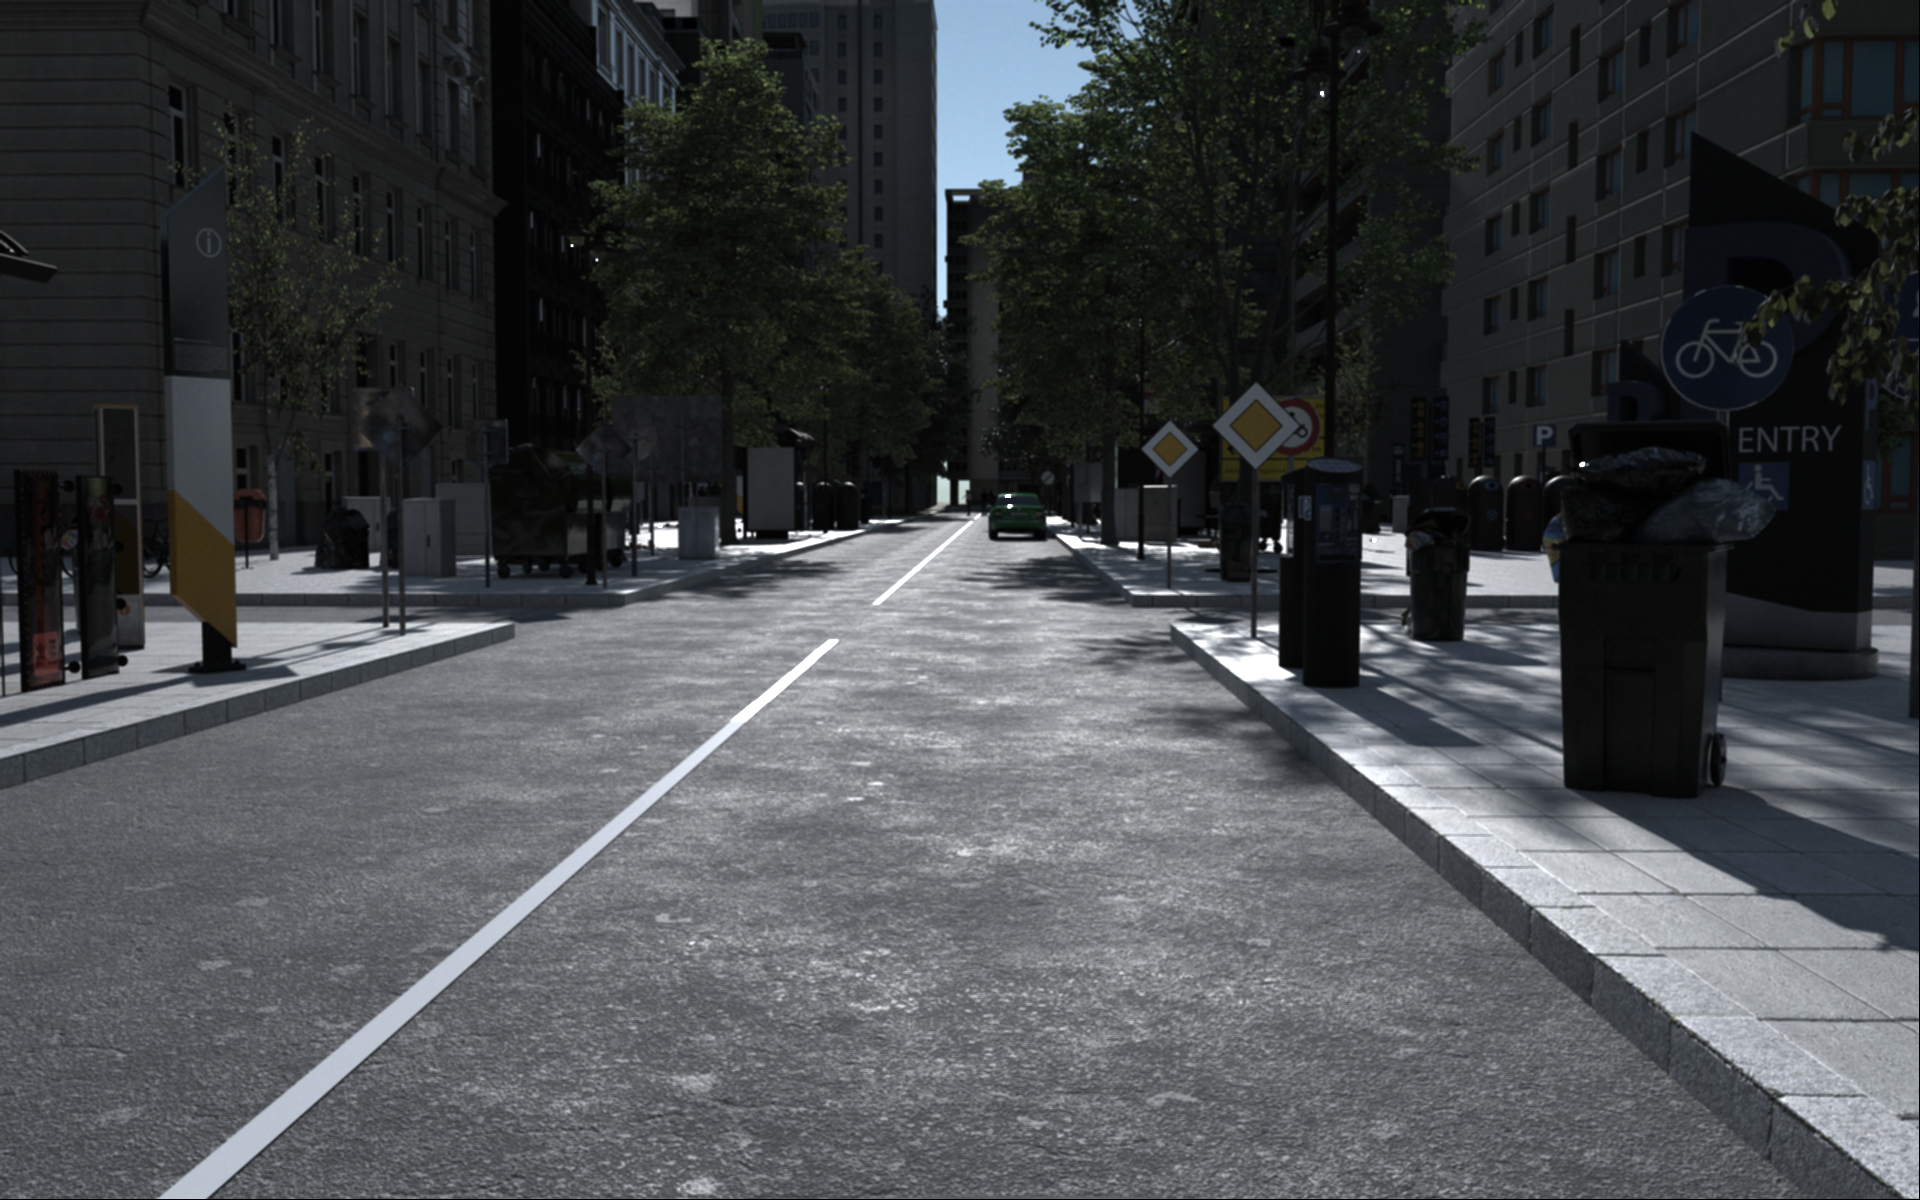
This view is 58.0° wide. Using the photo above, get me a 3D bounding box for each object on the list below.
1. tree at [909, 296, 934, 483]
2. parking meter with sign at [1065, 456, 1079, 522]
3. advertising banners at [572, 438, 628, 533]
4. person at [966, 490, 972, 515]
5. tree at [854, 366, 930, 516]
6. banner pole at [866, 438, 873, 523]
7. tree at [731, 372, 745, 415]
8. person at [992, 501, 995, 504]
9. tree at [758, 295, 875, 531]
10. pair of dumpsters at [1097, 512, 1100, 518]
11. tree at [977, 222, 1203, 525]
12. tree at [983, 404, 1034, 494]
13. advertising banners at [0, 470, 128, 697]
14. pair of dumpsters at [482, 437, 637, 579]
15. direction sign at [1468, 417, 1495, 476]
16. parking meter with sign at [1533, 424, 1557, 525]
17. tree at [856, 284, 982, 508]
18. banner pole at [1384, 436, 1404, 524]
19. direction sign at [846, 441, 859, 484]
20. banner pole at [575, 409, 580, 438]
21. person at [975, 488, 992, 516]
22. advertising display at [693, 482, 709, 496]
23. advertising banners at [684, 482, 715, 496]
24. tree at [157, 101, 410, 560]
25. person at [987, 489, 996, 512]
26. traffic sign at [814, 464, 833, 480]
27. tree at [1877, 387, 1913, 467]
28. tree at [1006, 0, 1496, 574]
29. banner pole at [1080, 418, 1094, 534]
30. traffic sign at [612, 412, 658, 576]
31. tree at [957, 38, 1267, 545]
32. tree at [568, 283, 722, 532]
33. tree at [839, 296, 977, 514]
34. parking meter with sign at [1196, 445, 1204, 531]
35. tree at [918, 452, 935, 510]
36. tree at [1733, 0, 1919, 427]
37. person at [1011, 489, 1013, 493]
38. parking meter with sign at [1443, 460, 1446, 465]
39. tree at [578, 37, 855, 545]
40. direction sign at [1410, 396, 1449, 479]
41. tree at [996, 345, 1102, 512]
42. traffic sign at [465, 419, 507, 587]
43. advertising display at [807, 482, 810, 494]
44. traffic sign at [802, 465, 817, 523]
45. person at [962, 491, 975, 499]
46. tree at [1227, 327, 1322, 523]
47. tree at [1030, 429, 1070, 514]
[{"bbox_3d":[-4.461,-10.087,83.050,7.486,12.596,7.792,0,3,0],"label":"tree"},{"bbox_3d":[5.277,-5.118,79.943,0.543,3.016,1.738,1,4,15],"label":"parking meter with sign"},{"bbox_3d":[-11.365,-3.579,54.697,0.090,3.025,2.074,3,5,42],"label":"advertising banners"},{"bbox_3d":[0.522,-6.595,117.259,0.436,1.711,0.756,2,4,34],"label":"person"},{"bbox_3d":[-4.157,-9.099,99.130,4.360,8.622,3.978,0,3,0],"label":"tree"},{"bbox_3d":[-4.039,-5.349,77.467,0.401,3.779,0.863,1,4,20],"label":"banner pole"},{"bbox_3d":[-11.397,-7.567,74.081,4.360,8.622,3.978,0,3,0],"label":"tree"},{"bbox_3d":[2.711,-6.553,118.899,1.065,1.426,0.557,0,4,1],"label":"person"},{"bbox_3d":[-5.299,-6.726,60.328,4.737,8.622,4.395,0,3,0],"label":"tree"},{"bbox_3d":[8.125,-5.633,94.600,1.574,2.255,4.437,0,4,1],"label":"pair of dumpsters"},{"bbox_3d":[5.514,-9.527,72.777,9.611,12.733,9.660,0,3,0],"label":"tree"},{"bbox_3d":[7.168,-16.003,172.025,12.009,13.543,11.850,0,3,0],"label":"tree"},{"bbox_3d":[-6.055,-0.930,11.386,0.090,3.025,2.074,0,4,0],"label":"advertising banners"},{"bbox_3d":[-6.462,-1.571,28.187,1.574,2.255,4.437,0,4,1],"label":"pair of dumpsters"},{"bbox_3d":[15.409,-3.622,51.222,0.379,3.537,0.876,-3,4,-38],"label":"direction sign"},{"bbox_3d":[15.009,-2.937,44.279,0.543,3.016,1.738,2,4,25],"label":"parking meter with sign"},{"bbox_3d":[-3.825,-18.548,159.145,12.611,20.169,13.585,0,3,0],"label":"tree"},{"bbox_3d":[18.788,-5.191,74.884,0.863,3.779,0.401,2,4,27],"label":"banner pole"},{"bbox_3d":[-4.602,-5.040,74.406,0.379,3.537,0.876,2,4,32],"label":"direction sign"},{"bbox_3d":[-11.222,-3.728,50.964,0.401,3.779,0.863,-1,4,-14],"label":"banner pole"},{"bbox_3d":[1.588,-6.538,115.403,1.348,1.822,0.705,2,4,32],"label":"person"},{"bbox_3d":[-13.908,-5.375,93.090,0.123,1.923,0.974,3,5,43],"label":"advertising display"},{"bbox_3d":[-13.290,-5.593,87.637,2.074,3.025,0.090,2,4,27],"label":"advertising banners"},{"bbox_3d":[-13.126,-5.086,33.516,4.360,8.622,3.978,0,3,0],"label":"tree"},{"bbox_3d":[2.498,-7.921,138.035,0.705,1.821,1.348,3,4,37],"label":"person"},{"bbox_3d":[-5.549,-4.295,70.329,0.768,2.556,0.104,0,4,3],"label":"traffic sign"},{"bbox_3d":[13.032,-2.597,26.174,4.285,4.588,4.351,0,3,0],"label":"tree"},{"bbox_3d":[4.610,-6.247,27.893,9.928,11.665,9.643,0,3,0],"label":"tree"},{"bbox_3d":[4.019,-4.006,55.521,0.401,3.779,0.863,2,4,29],"label":"banner pole"},{"bbox_3d":[-5.085,-1.643,26.975,0.768,2.556,0.104,0,4,8],"label":"traffic sign"},{"bbox_3d":[3.830,-7.655,43.287,7.486,12.596,7.792,0,3,0],"label":"tree"},{"bbox_3d":[-10.669,-6.599,58.259,4.360,8.622,3.978,0,3,0],"label":"tree"},{"bbox_3d":[-3.204,-12.464,110.448,9.857,13.997,8.962,0,3,0],"label":"tree"},{"bbox_3d":[8.377,-3.979,61.317,0.543,3.016,1.738,0,4,3],"label":"parking meter with sign"},{"bbox_3d":[-3.288,-11.712,141.857,4.737,8.622,4.395,0,3,0],"label":"tree"},{"bbox_3d":[3.417,-3.315,4.557,4.360,8.622,3.978,0,3,0],"label":"tree"},{"bbox_3d":[3.835,-7.336,128.444,1.348,1.824,0.705,-2,4,-24],"label":"person"},{"bbox_3d":[20.631,-4.558,70.791,0.543,3.016,1.738,-3,5,-40],"label":"parking meter with sign"},{"bbox_3d":[-5.835,-7.652,43.240,7.486,12.596,7.792,0,3,0],"label":"tree"},{"bbox_3d":[10.919,-2.956,40.329,0.876,3.537,0.379,2,4,32],"label":"direction sign"},{"bbox_3d":[7.185,-13.444,126.462,9.857,13.997,8.962,0,3,0],"label":"tree"},{"bbox_3d":[-6.495,-1.323,23.764,0.606,2.300,0.079,1,4,11],"label":"traffic sign"},{"bbox_3d":[-6.911,-4.462,78.160,0.123,1.923,0.974,-1,4,-13],"label":"advertising display"},{"bbox_3d":[-6.521,-4.625,75.731,0.768,2.556,0.104,1,4,9],"label":"traffic sign"},{"bbox_3d":[0.874,-10.205,175.349,1.348,1.824,0.705,-1,4,-18],"label":"person"},{"bbox_3d":[13.847,-7.662,75.641,4.737,8.622,4.395,0,3,0],"label":"tree"},{"bbox_3d":[6.008,-9.706,109.062,4.360,8.622,3.978,0,3,0],"label":"tree"}]
